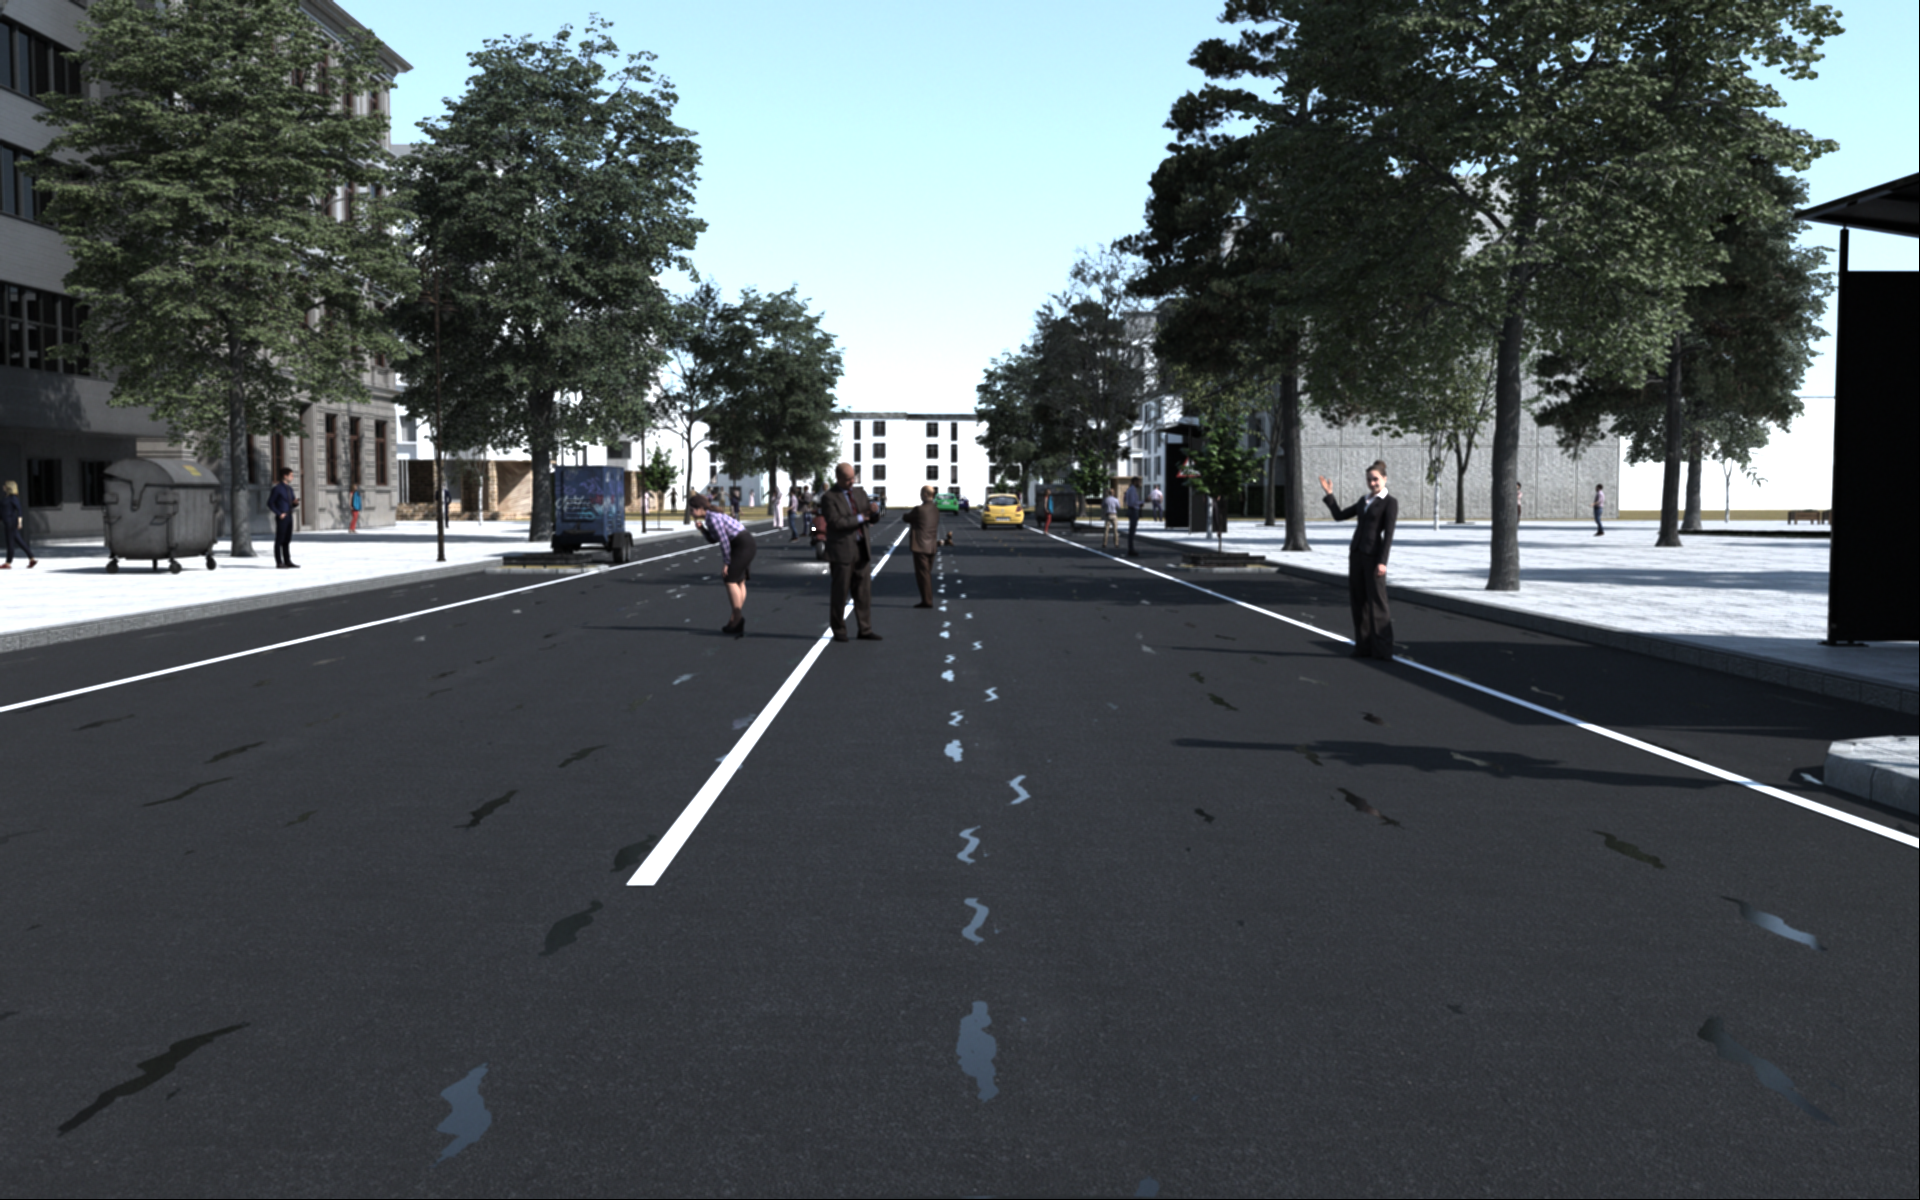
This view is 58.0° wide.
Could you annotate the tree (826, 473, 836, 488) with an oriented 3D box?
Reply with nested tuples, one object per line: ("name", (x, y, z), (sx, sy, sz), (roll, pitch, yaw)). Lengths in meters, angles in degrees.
("tree", (-11.797, -9.949, 157.271), (1.663, 3.219, 1.824), (0, 3, 0))

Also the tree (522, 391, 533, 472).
("tree", (-19.442, -7.324, 70.116), (4.360, 8.622, 3.978), (0, 3, 0))

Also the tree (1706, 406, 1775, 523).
("tree", (34.187, -7.730, 76.742), (4.360, 8.622, 3.978), (0, 3, 0))

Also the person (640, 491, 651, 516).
("person", (-18.609, -5.848, 102.325), (0.621, 1.740, 0.551), (1, 4, 14))

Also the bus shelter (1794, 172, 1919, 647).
("bus shelter", (7.867, -1.238, 11.531), (1.731, 3.624, 6.357), (0, 4, -1))

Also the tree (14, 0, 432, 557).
("tree", (-14.544, -7.126, 34.643), (7.486, 12.596, 7.792), (0, 3, 0))

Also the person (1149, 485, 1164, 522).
("person", (9.157, -4.501, 80.571), (0.436, 1.711, 0.756), (-3, 5, -44))

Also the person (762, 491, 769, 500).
("person", (-13.097, -6.986, 120.282), (1.348, 1.821, 0.705), (-1, 4, -9))

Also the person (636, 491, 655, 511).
("person", (-19.268, -6.073, 106.074), (1.217, 1.736, 0.721), (-2, 4, -33))

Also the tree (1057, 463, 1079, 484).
("tree", (6.954, -6.740, 104.800), (1.663, 3.219, 1.824), (0, 3, 0))

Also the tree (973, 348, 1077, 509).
("tree", (5.801, -14.919, 150.584), (9.857, 13.997, 8.962), (0, 3, 0))

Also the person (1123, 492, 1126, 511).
("person", (12.467, -7.483, 131.610), (0.599, 1.433, 0.991), (0, 4, 3))

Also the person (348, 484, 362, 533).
("person", (-19.917, -3.014, 57.021), (0.444, 1.614, 0.593), (2, 4, 33))

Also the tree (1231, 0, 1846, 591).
("tree", (7.603, -6.383, 22.482), (7.486, 12.596, 7.792), (0, 3, 0))

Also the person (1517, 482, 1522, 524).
("person", (16.554, -2.712, 51.848), (0.566, 1.644, 0.517), (-1, 4, -11))

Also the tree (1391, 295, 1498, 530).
("tree", (17.075, -6.770, 61.056), (4.737, 8.622, 4.395), (0, 3, 0))

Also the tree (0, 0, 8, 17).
("tree", (-8.776, -9.889, 17.579), (12.611, 20.169, 13.585), (0, 3, 0))

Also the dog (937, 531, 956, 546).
("dog", (-0.468, -1.704, 48.051), (0.748, 0.427, 0.550), (0, 4, 3))

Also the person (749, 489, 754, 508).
("person", (-19.168, -9.346, 159.510), (0.621, 1.740, 0.551), (-2, 4, -30))

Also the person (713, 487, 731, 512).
("person", (-17.033, -7.216, 124.033), (1.348, 1.824, 0.705), (-1, 4, -16))

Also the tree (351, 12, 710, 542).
("tree", (-11.364, -8.535, 46.196), (9.857, 13.997, 8.962), (0, 3, 0))

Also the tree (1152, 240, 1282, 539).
("tree", (7.237, -6.051, 49.304), (4.737, 8.622, 4.395), (0, 3, 0))

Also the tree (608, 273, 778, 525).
("tree", (-11.152, -8.452, 72.602), (7.601, 10.594, 8.767), (-1, 4, -13))

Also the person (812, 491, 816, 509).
("person", (-12.273, -8.546, 146.577), (0.445, 1.727, 0.742), (-2, 4, -31))

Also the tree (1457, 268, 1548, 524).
("tree", (21.787, -9.108, 74.673), (9.928, 11.665, 9.643), (0, 3, 0))

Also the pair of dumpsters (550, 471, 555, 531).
("pair of dumpsters", (-13.479, -3.506, 59.817), (1.574, 2.255, 4.436), (0, 4, -1))

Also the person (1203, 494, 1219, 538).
("person", (7.397, -2.645, 50.766), (0.593, 1.643, 0.415), (-2, 4, -33))

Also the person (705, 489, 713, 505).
("person", (-21.251, -8.527, 146.243), (1.217, 1.735, 0.721), (3, 4, 37))

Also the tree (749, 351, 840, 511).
("tree", (-12.566, -12.756, 130.621), (6.751, 12.117, 7.091), (0, 3, 0))

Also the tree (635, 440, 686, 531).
("tree", (-10.750, -4.089, 61.452), (1.663, 3.219, 1.824), (0, 3, 0))

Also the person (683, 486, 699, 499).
("person", (-18.031, -6.776, 116.927), (1.348, 1.812, 0.705), (-1, 4, -14))

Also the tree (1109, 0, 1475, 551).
("tree", (7.487, -8.048, 39.009), (7.806, 13.903, 7.818), (0, 3, 0))

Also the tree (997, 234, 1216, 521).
("tree", (6.902, -10.531, 82.555), (12.009, 13.543, 11.850), (0, 3, 0))

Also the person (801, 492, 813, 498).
("person", (-12.222, -8.071, 138.010), (1.348, 1.823, 0.705), (2, 4, 35))

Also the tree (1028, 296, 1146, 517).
("tree", (6.801, -10.593, 95.245), (6.751, 12.117, 7.091), (0, 3, 0))

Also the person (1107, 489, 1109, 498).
("person", (13.322, -9.160, 156.521), (1.217, 1.735, 0.721), (-2, 4, -32))

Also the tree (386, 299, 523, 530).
("tree", (-18.110, -6.746, 60.664), (4.360, 8.622, 3.978), (0, 3, 0))

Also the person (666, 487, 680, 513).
("person", (-19.582, -6.810, 118.104), (0.721, 1.735, 1.217), (3, 5, 42))

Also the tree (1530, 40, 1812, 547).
("tree", (17.289, -7.324, 41.798), (6.751, 12.117, 7.091), (0, 3, 0))

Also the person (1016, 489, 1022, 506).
("person", (5.296, -9.166, 156.588), (0.721, 1.739, 1.217), (-2, 4, -25))

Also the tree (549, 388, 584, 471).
("tree", (-19.477, -7.938, 80.141), (4.360, 8.622, 3.978), (0, 3, 0))

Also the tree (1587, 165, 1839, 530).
("tree", (26.433, -9.514, 62.215), (9.857, 13.997, 8.962), (0, 3, 0))

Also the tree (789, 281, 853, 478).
("tree", (-11.244, -11.989, 102.683), (9.857, 13.997, 8.962), (0, 3, 0))

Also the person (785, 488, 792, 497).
("person", (-15.258, -9.260, 157.072), (1.348, 1.869, 0.705), (-2, 4, -32))

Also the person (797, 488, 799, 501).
("person", (-13.311, -8.293, 141.655), (0.705, 1.821, 1.348), (-1, 4, -14))

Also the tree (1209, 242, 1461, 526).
("tree", (12.543, -8.750, 68.814), (9.928, 11.665, 9.643), (0, 3, 0))

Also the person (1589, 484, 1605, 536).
("person", (19.448, -2.740, 52.804), (0.435, 1.587, 0.963), (2, 4, 24))

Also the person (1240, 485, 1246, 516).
("person", (16.413, -5.761, 100.329), (0.705, 1.812, 1.348), (0, 4, 5))

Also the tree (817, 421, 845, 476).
("tree", (-12.029, -12.203, 149.876), (4.737, 8.622, 4.395), (0, 3, 0))

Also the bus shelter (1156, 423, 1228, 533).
("bus shelter", (8.065, -4.231, 60.464), (1.731, 3.624, 6.357), (0, 4, -1))

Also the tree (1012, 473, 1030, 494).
("tree", (5.742, -10.061, 159.101), (1.663, 3.219, 1.824), (0, 3, 0))
